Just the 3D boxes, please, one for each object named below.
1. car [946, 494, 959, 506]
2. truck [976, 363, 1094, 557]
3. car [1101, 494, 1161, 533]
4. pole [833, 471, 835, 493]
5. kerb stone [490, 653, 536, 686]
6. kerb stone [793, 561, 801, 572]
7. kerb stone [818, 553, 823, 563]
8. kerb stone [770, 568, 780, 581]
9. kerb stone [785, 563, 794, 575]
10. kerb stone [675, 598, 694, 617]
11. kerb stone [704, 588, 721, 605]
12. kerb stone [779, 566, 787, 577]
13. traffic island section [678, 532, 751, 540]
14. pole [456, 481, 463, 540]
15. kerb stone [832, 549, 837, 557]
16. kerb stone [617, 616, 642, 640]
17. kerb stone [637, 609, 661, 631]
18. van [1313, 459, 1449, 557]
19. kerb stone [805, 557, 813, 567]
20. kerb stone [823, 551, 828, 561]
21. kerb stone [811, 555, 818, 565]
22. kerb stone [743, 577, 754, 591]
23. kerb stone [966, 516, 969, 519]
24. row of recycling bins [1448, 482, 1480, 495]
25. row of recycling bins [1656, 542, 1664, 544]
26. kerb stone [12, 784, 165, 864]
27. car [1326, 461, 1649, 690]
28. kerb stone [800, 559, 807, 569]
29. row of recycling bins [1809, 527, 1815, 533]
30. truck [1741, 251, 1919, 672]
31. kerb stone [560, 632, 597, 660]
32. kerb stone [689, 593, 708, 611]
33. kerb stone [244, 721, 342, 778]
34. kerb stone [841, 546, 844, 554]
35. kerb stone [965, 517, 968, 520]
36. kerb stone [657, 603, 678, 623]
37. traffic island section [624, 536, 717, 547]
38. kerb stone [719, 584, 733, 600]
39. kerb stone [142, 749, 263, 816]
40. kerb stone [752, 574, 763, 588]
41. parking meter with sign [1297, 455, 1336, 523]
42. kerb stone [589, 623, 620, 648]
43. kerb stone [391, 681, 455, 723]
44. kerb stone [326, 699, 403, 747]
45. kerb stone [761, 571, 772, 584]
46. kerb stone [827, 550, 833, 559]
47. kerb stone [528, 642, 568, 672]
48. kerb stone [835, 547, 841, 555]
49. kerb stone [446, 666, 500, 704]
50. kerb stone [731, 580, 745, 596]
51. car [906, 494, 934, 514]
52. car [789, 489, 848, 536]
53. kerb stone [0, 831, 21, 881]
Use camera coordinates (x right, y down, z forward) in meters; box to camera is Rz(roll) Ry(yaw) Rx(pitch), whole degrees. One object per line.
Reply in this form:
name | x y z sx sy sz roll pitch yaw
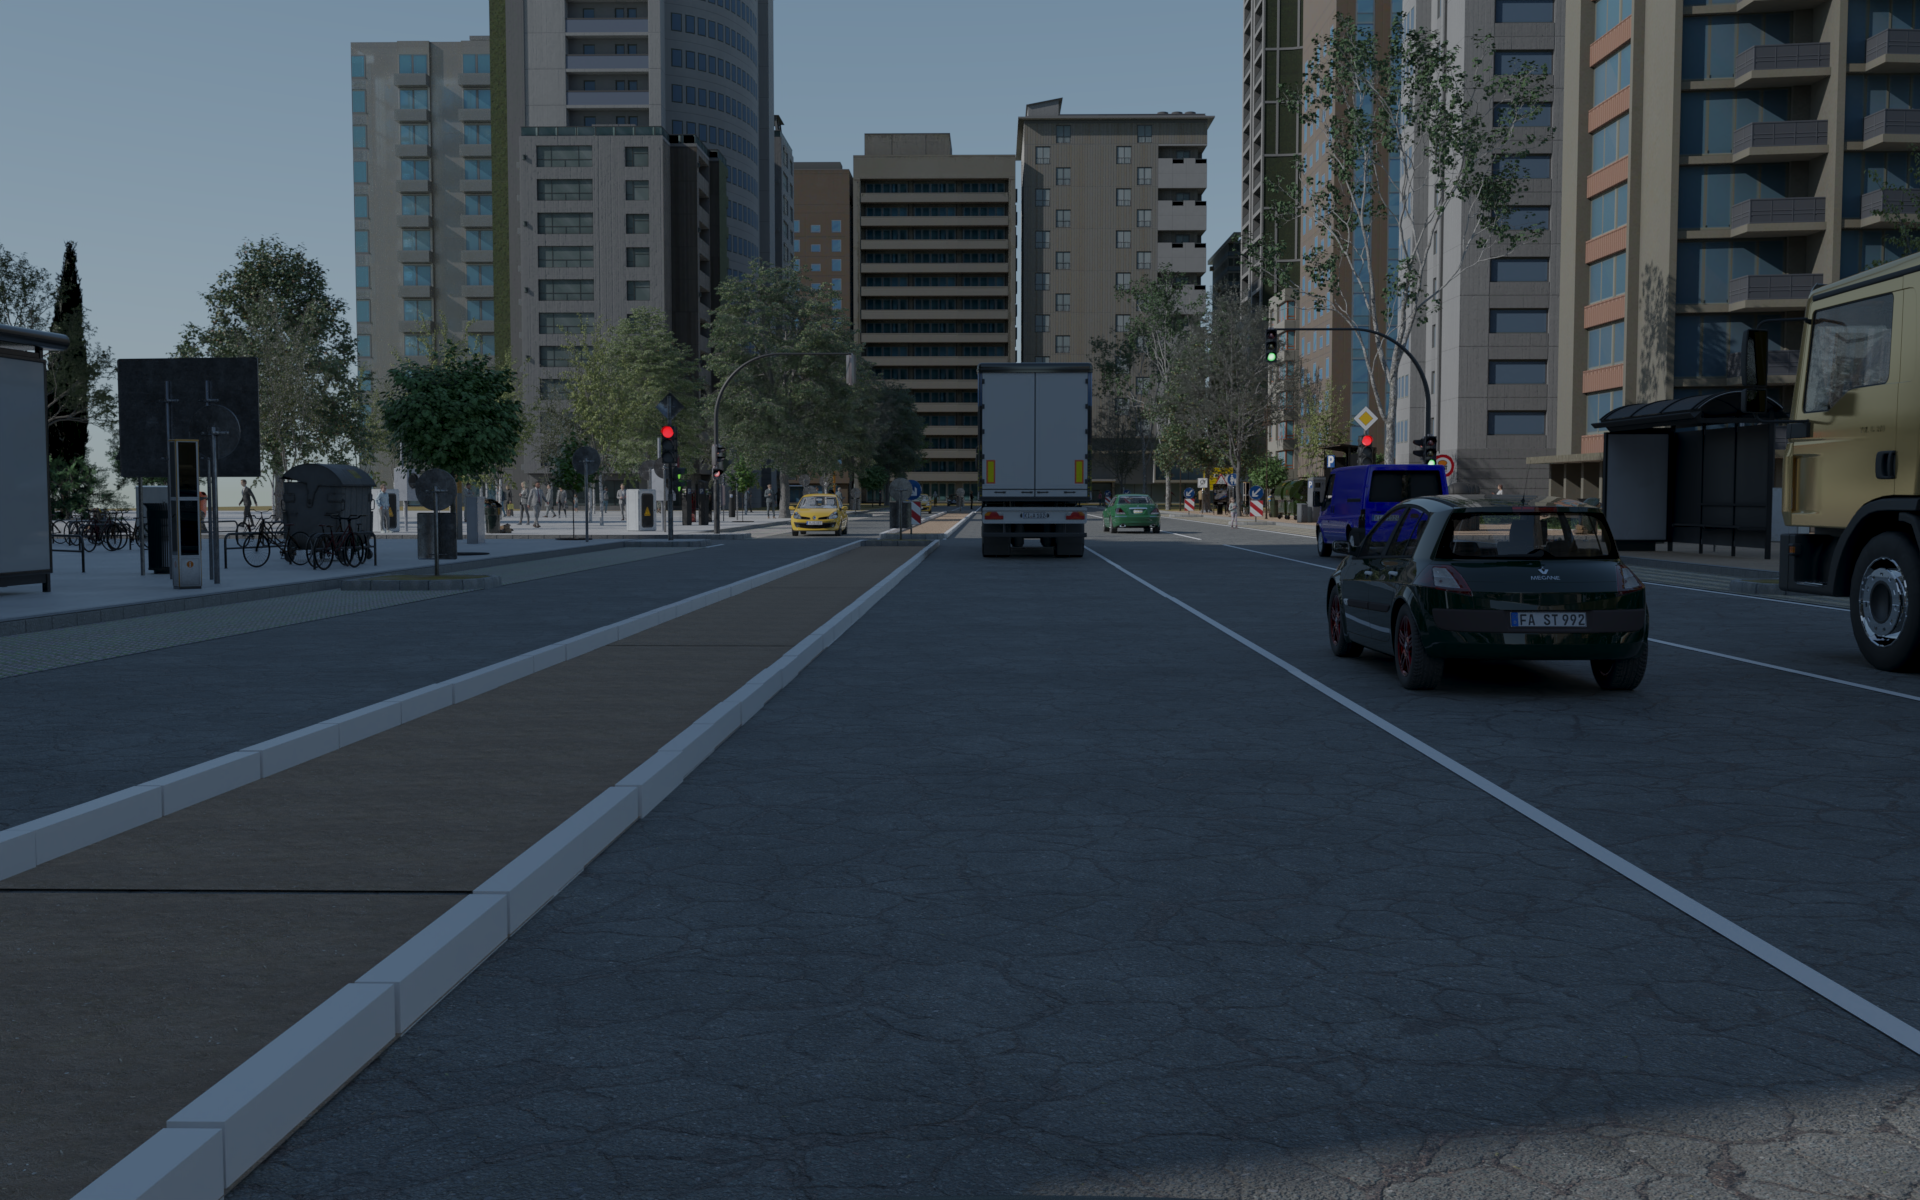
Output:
car | -0.631 -11.997 205.942 2.009 1.686 4.222 0 4 2
truck | 1.735 -3.282 42.566 2.839 4.237 11.283 0 4 1
car | 6.372 -3.226 64.540 2.131 1.459 4.920 0 4 -1
pole | -9.427 -8.325 129.954 0.158 3.312 0.155 0 3 0
kerb stone | -3.460 0.550 13.265 0.120 0.150 1.000 0 4 1
kerb stone | -3.081 -0.575 31.697 0.120 0.150 1.000 0 4 1
kerb stone | -2.995 -0.831 35.786 0.120 0.150 1.000 0 4 1
kerb stone | -3.142 -0.393 28.629 0.120 0.150 1.000 0 4 1
kerb stone | -3.103 -0.513 30.675 0.120 0.150 1.000 0 4 1
kerb stone | -3.314 0.110 20.438 0.120 0.150 1.000 0 4 1
kerb stone | -3.273 -0.017 22.481 0.120 0.150 1.000 0 4 1
kerb stone | -3.122 -0.451 29.654 0.120 0.150 1.000 0 4 1
traffic island section | -7.867 -2.060 55.962 2.009 0.180 2.903 0 4 1
pole | -14.099 -3.350 48.617 0.158 3.312 0.155 0 3 0
kerb stone | -2.931 -1.018 38.868 0.120 0.150 1.000 0 4 1
kerb stone | -3.372 0.298 17.361 0.120 0.150 1.000 0 4 1
kerb stone | -3.356 0.234 18.388 0.120 0.150 1.000 0 4 1
van | 9.123 -2.043 37.789 2.240 2.365 5.245 0 4 1
kerb stone | -3.032 -0.706 33.740 0.120 0.150 1.000 0 4 1
kerb stone | -2.963 -0.894 36.807 0.120 0.150 1.000 0 4 1
kerb stone | -3.019 -0.769 34.764 0.120 0.150 1.000 0 4 1
kerb stone | -3.207 -0.205 25.546 0.120 0.150 1.000 0 4 1
kerb stone | 0.254 -4.245 91.679 0.120 0.150 1.000 0 4 1
row of recycling bins | 17.855 -3.316 61.323 1.069 1.692 3.534 1 4 22
row of recycling bins | 18.123 -2.398 46.316 1.069 1.692 3.534 1 4 14
kerb stone | -3.587 0.925 7.131 0.120 0.150 1.000 0 4 1
car | 4.129 -0.261 14.052 2.009 1.686 4.222 0 4 1
kerb stone | -3.059 -0.641 32.719 0.120 0.150 1.000 0 4 1
row of recycling bins | 29.583 -3.078 57.444 3.534 1.692 1.069 0 4 -7
truck | 8.672 -0.972 11.816 3.469 3.379 9.791 0 3 0
kerb stone | -3.412 0.421 15.314 0.120 0.150 1.000 0 4 1
kerb stone | -3.295 0.045 21.459 0.120 0.150 1.000 0 4 1
kerb stone | -3.540 0.796 9.174 0.120 0.150 1.000 0 4 1
kerb stone | -2.896 -1.138 40.912 0.120 0.150 1.000 0 4 1
kerb stone | 0.192 -4.061 88.610 0.120 0.150 1.000 0 4 1
kerb stone | -3.337 0.170 19.416 0.120 0.150 1.000 0 4 1
traffic island section | -8.031 -1.572 47.978 2.009 0.180 2.903 0 4 1
kerb stone | -3.251 -0.080 23.503 0.120 0.150 1.000 0 4 1
kerb stone | -3.566 0.863 8.153 0.120 0.150 1.000 0 4 1
kerb stone | -3.184 -0.268 26.577 0.120 0.150 1.000 0 4 1
parking meter with sign | 15.901 -4.961 77.373 1.738 3.016 0.543 -2 4 -24
kerb stone | -3.398 0.358 16.339 0.120 0.150 1.000 0 4 1
kerb stone | -3.505 0.671 11.218 0.120 0.150 1.000 0 4 1
kerb stone | -3.523 0.734 10.196 0.120 0.150 1.000 0 4 1
kerb stone | -3.162 -0.330 27.598 0.120 0.150 1.000 0 4 1
kerb stone | -2.947 -0.956 37.833 0.120 0.150 1.000 0 4 1
kerb stone | -3.441 0.486 14.293 0.120 0.150 1.000 0 4 1
kerb stone | -2.913 -1.082 39.890 0.120 0.150 1.000 0 4 1
kerb stone | -3.473 0.611 12.243 0.120 0.150 1.000 0 4 1
kerb stone | -3.218 -0.142 24.524 0.120 0.150 1.000 0 4 1
car | -2.925 -7.101 126.327 2.015 1.641 3.980 0 3 0
car | -4.875 -3.062 60.288 2.015 1.641 3.980 0 4 1
kerb stone | -3.597 0.984 6.108 0.120 0.150 1.000 0 4 1
